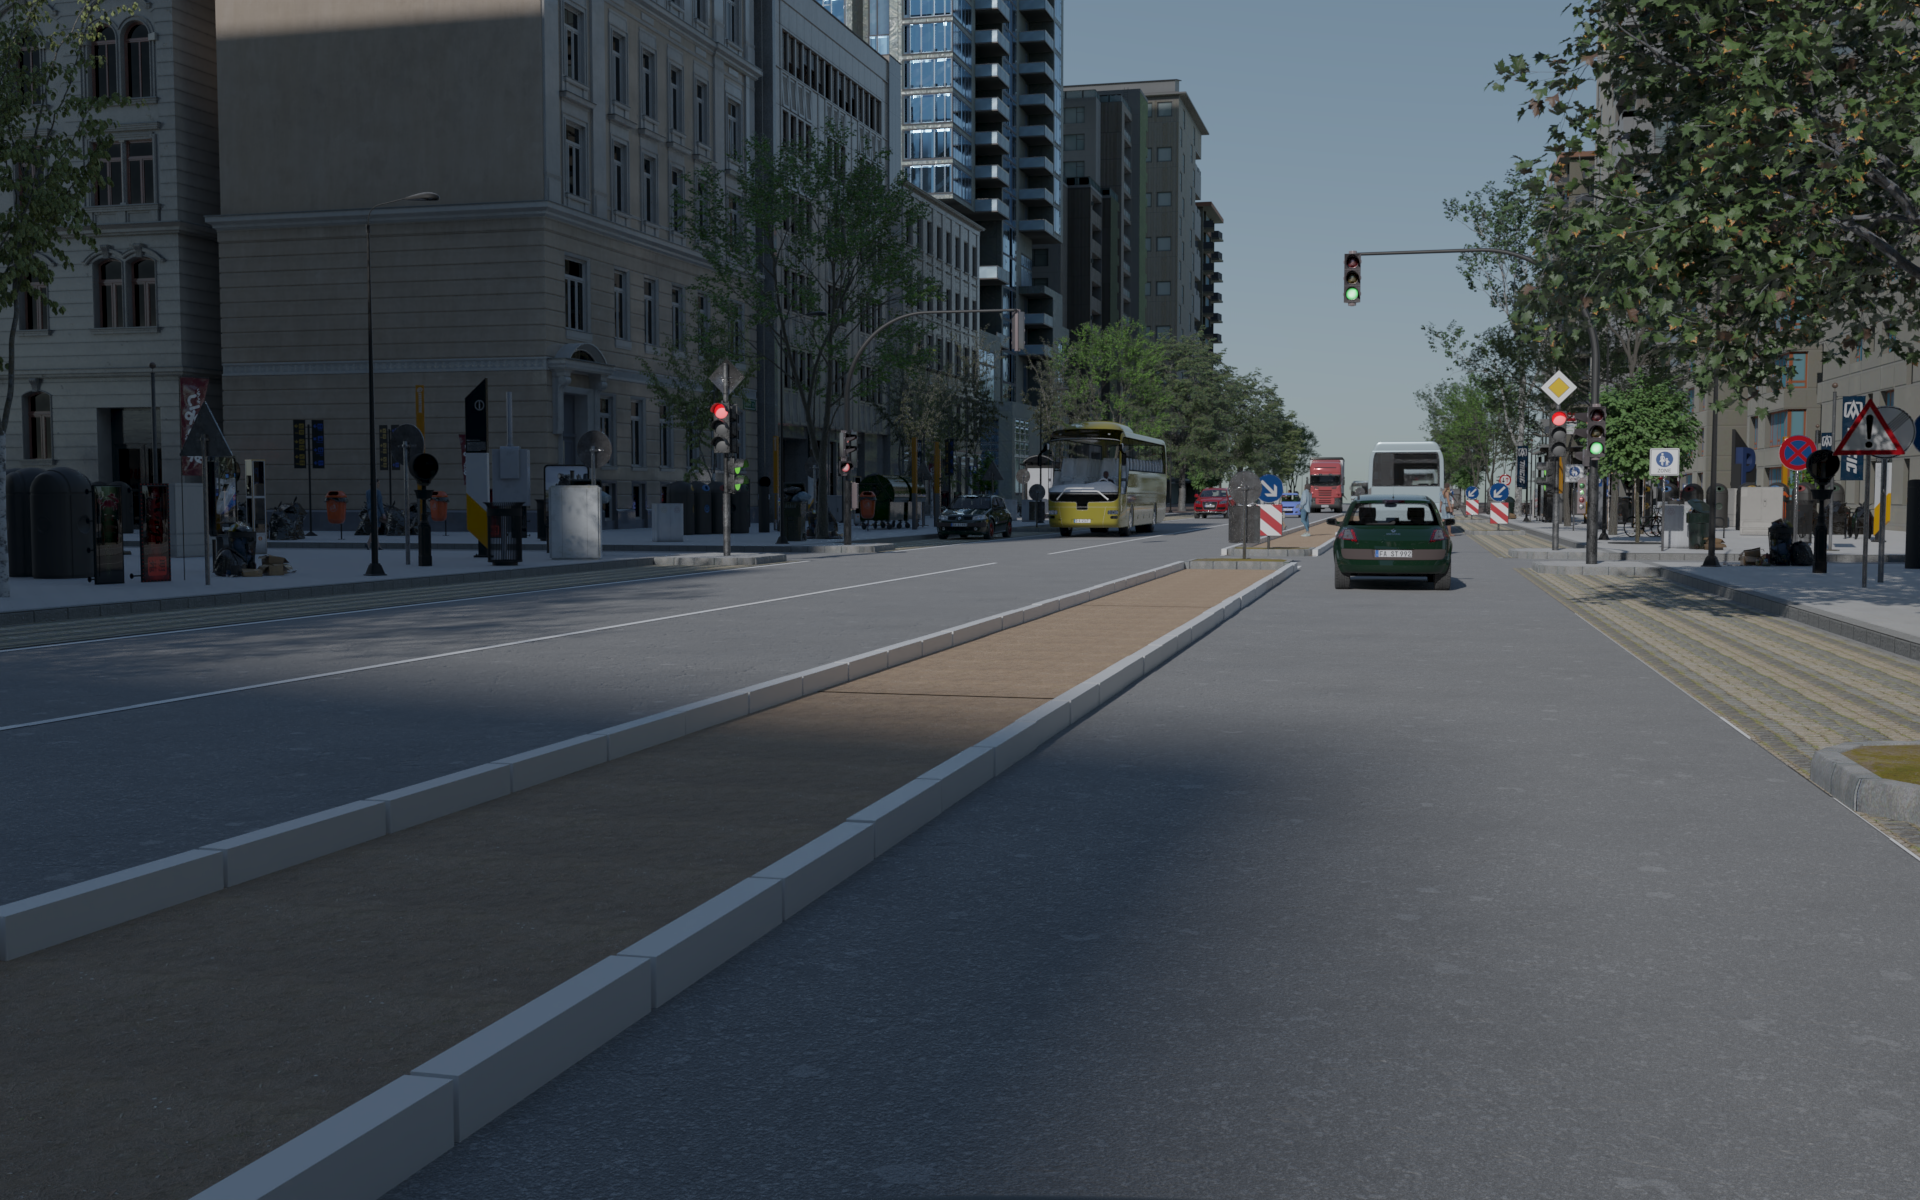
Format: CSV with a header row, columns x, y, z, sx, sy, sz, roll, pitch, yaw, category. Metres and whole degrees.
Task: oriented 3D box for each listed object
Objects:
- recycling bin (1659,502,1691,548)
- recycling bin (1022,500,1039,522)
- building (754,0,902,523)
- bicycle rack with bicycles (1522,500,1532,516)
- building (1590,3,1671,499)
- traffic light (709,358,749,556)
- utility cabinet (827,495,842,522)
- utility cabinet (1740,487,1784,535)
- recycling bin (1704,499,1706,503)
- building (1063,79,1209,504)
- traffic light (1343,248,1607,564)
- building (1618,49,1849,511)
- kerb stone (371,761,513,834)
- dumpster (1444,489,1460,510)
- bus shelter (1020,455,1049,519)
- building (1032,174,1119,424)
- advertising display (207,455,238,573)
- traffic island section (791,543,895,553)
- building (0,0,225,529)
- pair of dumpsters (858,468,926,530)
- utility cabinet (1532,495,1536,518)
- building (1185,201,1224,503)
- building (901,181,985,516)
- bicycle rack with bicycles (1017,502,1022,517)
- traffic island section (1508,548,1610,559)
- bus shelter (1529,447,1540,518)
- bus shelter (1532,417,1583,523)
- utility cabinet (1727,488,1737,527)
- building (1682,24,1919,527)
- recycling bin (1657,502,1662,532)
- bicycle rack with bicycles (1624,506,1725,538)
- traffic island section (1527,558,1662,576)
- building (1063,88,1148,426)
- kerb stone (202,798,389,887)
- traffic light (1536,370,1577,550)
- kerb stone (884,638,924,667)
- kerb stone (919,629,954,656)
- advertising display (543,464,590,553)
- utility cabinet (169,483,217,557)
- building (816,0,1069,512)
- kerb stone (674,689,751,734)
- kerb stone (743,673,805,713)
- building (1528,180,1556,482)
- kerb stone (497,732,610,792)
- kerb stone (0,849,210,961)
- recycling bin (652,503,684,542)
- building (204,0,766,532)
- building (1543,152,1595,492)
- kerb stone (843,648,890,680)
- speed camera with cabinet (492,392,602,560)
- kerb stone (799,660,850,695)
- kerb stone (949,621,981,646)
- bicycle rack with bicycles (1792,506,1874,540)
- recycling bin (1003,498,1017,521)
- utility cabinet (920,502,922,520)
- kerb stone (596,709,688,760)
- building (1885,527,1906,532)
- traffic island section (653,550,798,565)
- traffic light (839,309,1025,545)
x,y,z,sx,sy,sz,roll,pitch,yaw,category
17.136,-1.757,41.277,0.722,1.027,0.722,1,4,23,recycling bin
3.344,-4.148,80.376,0.722,1.027,0.722,3,4,39,recycling bin
-11.537,-16.480,87.477,12.078,24.808,19.932,1,4,14,building
33.444,-5.492,103.182,2.852,0.926,2.925,0,4,2,bicycle rack with bicycles
71.932,-34.561,154.315,28.713,52.752,27.495,1,4,14,building
-4.824,-2.871,35.860,0.839,4.253,0.868,1,4,14,traffic light
-5.712,-4.184,79.573,1.020,1.237,0.306,2,4,27,utility cabinet
24.766,-2.742,53.509,1.173,1.500,0.318,2,4,29,utility cabinet
38.516,-4.674,88.968,0.722,1.027,0.722,-1,4,-19,recycling bin
16.861,-39.041,227.561,28.713,52.752,27.495,1,4,14,building
9.505,-3.509,32.033,4.771,5.953,1.251,1,4,14,traffic light
67.273,-26.757,129.359,32.217,40.220,23.993,1,4,14,building
-2.318,0.883,7.752,0.120,0.150,1.000,1,4,14,kerb stone
39.061,-7.970,138.532,1.865,1.857,1.264,1,4,16,dumpster
4.746,-6.026,92.452,2.014,3.302,5.546,1,4,14,bus shelter
6.426,-23.645,158.297,14.160,30.474,14.107,1,4,14,building
-12.159,-1.430,28.587,0.123,1.923,0.974,0,4,-3,advertising display
-2.857,-1.312,43.735,2.009,0.180,2.903,1,4,14,traffic island section
-36.558,-17.234,69.158,23.554,28.519,14.401,1,4,14,building
-2.558,-3.773,64.175,1.574,2.255,4.437,1,4,14,pair of dumpsters
31.526,-5.116,94.814,0.306,1.237,1.020,2,4,23,utility cabinet
26.662,-36.679,254.329,22.147,44.769,28.867,1,4,14,building
-5.370,-15.691,105.692,9.793,20.994,18.267,1,4,14,building
3.501,-5.212,98.593,2.852,0.926,2.925,3,5,41,bicycle rack with bicycles
13.592,-1.052,39.483,2.009,0.180,2.903,1,4,14,traffic island section
30.386,-6.000,89.378,1.731,3.624,6.357,1,4,14,bus shelter
28.012,-6.337,81.250,2.179,5.291,8.768,1,4,15,bus shelter
30.128,-3.613,67.752,0.318,1.500,1.173,0,4,-4,utility cabinet
53.069,-14.736,85.971,27.650,21.520,28.899,1,4,14,building
23.648,-2.747,57.465,0.722,1.027,0.722,-1,4,-22,recycling bin
21.118,-2.314,51.221,2.925,0.926,2.852,0,4,1,bicycle rack with bicycles
11.588,-0.579,31.753,2.009,0.180,2.903,1,4,14,traffic island section
10.491,-29.838,171.452,14.154,41.232,14.086,1,4,14,building
-2.580,0.944,6.759,0.120,0.150,1.000,1,4,14,kerb stone
13.556,-3.086,39.379,0.839,4.253,0.868,1,4,14,traffic light
-0.520,0.458,14.699,0.120,0.150,1.000,1,4,14,kerb stone
-0.259,0.399,15.692,0.120,0.150,1.000,1,4,14,kerb stone
-8.536,-1.983,37.635,0.974,1.923,0.123,0,4,-7,advertising display
-15.682,-1.631,35.351,0.318,1.500,1.173,1,4,20,utility cabinet
-3.283,-50.347,135.840,22.319,86.520,31.000,1,4,14,building
-1.553,0.701,10.731,0.120,0.150,1.000,1,4,14,kerb stone
-1.295,0.640,11.727,0.120,0.150,1.000,1,4,14,kerb stone
93.074,-38.184,243.919,23.786,49.044,30.456,1,4,14,building
-2.063,0.822,8.750,0.120,0.150,1.000,1,4,14,kerb stone
-2.836,1.007,5.769,0.120,0.150,1.000,1,4,14,kerb stone
-7.879,-2.086,46.663,0.722,1.027,0.722,-1,4,-22,recycling bin
-17.300,-17.252,67.982,13.634,28.700,20.117,1,4,14,building
84.942,-34.309,215.569,22.147,44.769,28.867,1,4,14,building
-0.779,0.520,13.710,0.120,0.150,1.000,1,4,14,kerb stone
-8.070,-2.419,33.881,2.038,3.252,0.660,-1,4,-8,speed camera with cabinet
-1.038,0.582,12.719,0.120,0.150,1.000,1,4,14,kerb stone
0.004,0.336,16.703,0.120,0.150,1.000,1,4,14,kerb stone
25.328,-2.246,50.106,2.852,0.926,2.925,3,5,39,bicycle rack with bicycles
2.308,-4.327,83.299,0.722,1.027,0.722,-1,4,-17,recycling bin
-2.030,-4.516,84.994,0.306,1.237,1.020,1,4,16,utility cabinet
-1.803,0.762,9.739,0.120,0.150,1.000,1,4,14,kerb stone
46.333,-12.844,55.045,28.899,21.520,27.650,1,4,14,building
-4.860,-0.839,36.004,2.009,0.180,2.903,1,4,14,traffic island section
-0.774,-4.185,43.100,4.771,5.953,1.251,1,4,14,traffic light
